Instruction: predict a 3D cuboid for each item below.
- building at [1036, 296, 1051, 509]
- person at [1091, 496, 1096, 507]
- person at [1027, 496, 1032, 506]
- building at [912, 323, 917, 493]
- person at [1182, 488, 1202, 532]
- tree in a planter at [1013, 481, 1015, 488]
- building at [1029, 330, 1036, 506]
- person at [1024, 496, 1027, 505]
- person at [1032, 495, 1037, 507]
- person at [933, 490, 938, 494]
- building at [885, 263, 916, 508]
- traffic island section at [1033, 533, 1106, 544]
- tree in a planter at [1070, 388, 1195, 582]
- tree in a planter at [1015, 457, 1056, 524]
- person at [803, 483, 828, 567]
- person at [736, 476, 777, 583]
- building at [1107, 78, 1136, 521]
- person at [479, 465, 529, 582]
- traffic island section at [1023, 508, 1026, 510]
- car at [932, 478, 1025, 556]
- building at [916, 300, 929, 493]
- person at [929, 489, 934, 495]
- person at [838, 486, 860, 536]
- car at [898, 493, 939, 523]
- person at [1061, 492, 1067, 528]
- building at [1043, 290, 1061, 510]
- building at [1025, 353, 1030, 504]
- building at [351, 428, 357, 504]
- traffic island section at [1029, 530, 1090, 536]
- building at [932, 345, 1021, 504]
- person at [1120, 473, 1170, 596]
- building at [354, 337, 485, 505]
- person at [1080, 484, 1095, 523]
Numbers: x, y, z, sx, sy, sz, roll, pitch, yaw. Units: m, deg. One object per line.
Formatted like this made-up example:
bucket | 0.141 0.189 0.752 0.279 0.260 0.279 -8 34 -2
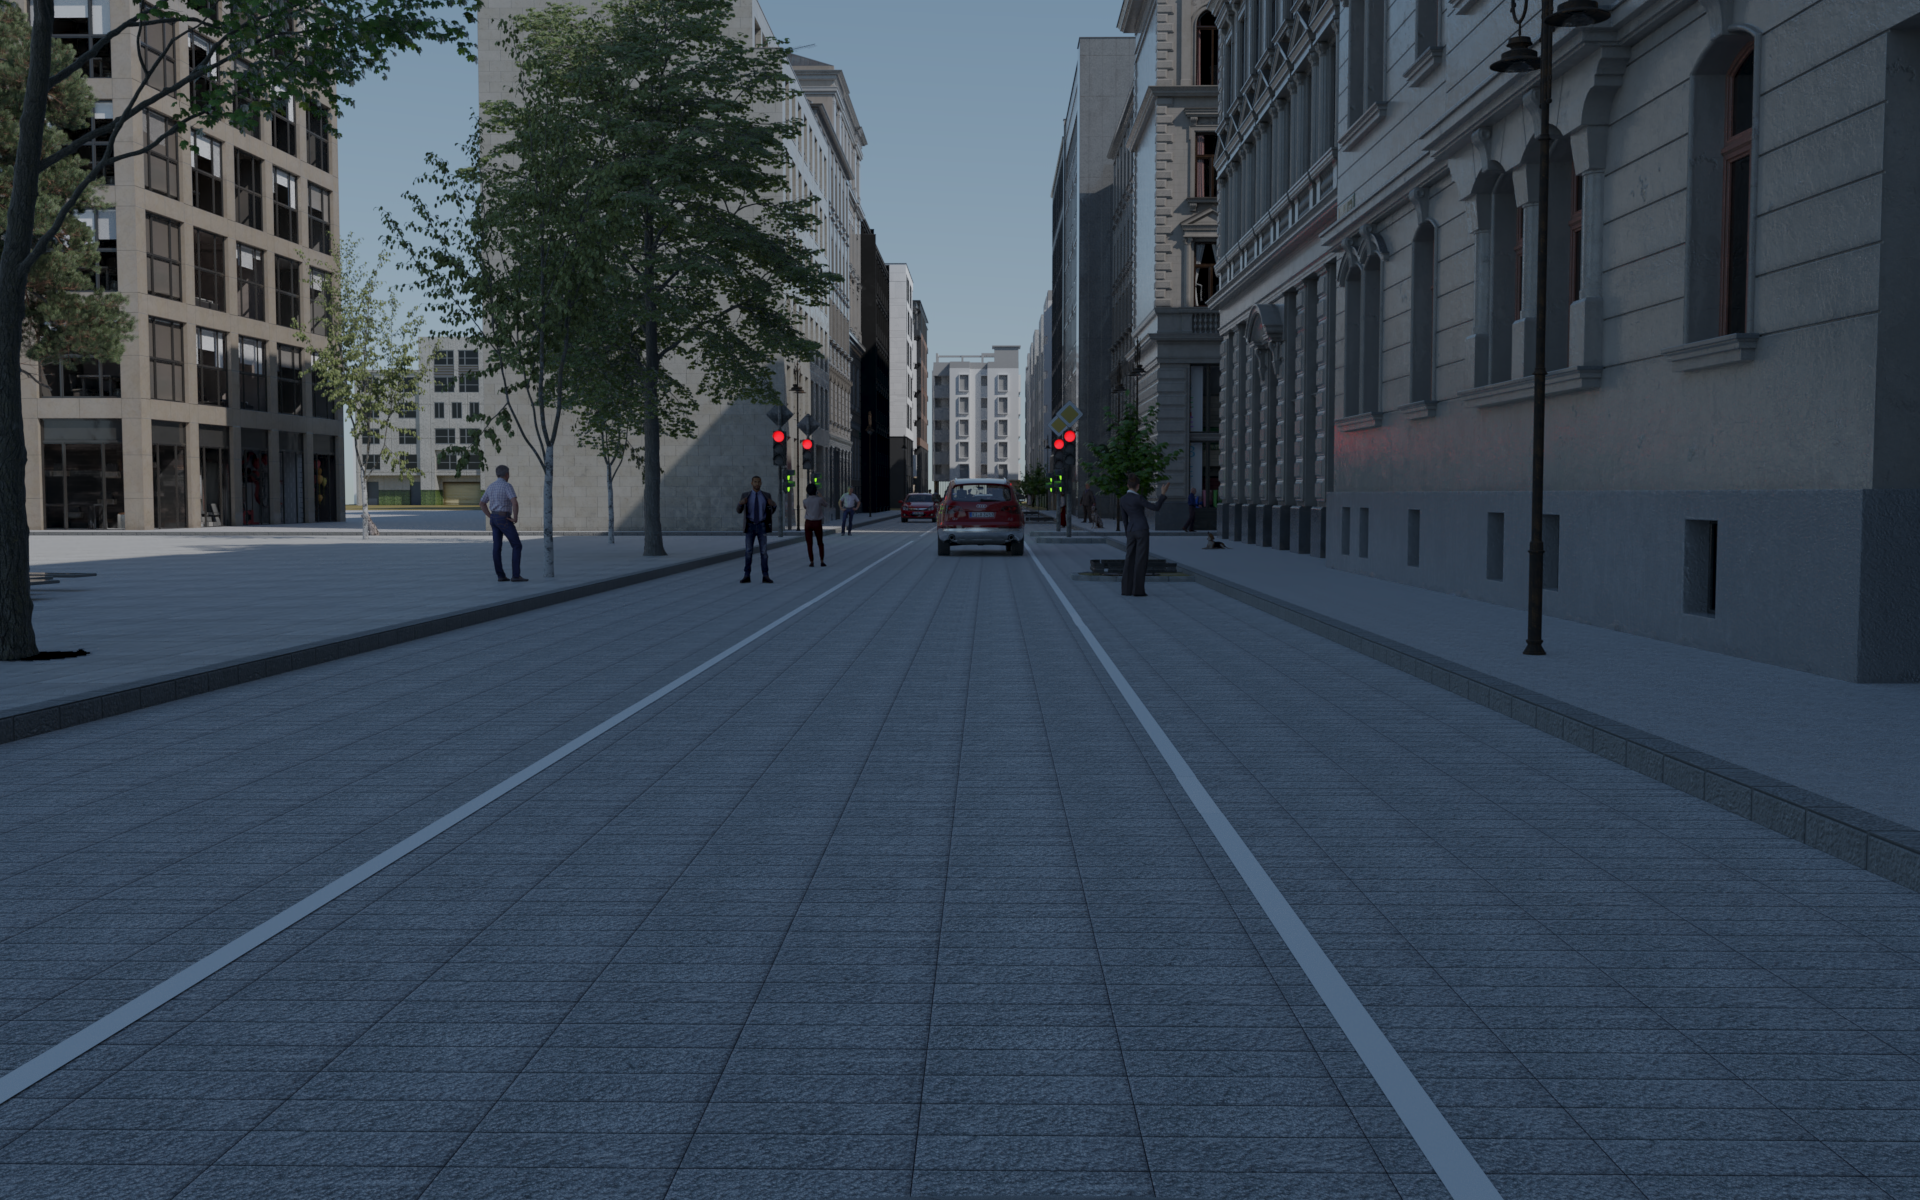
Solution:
building | 16.209 -18.143 163.098 16.747 18.905 31.486 0 4 1
person | 6.016 -4.284 79.314 0.421 1.427 0.697 1 4 14
person | 7.651 -11.178 189.471 0.621 1.740 0.551 -2 4 -28
building | -12.318 -19.392 173.482 16.016 20.091 11.380 0 4 1
person | 7.892 -3.047 58.561 0.600 1.496 0.574 2 4 30
tree in a planter | 4.312 -6.970 111.180 1.991 3.239 1.994 0 4 1
building | 16.534 -20.065 194.524 16.747 18.905 31.486 0 4 1
person | 8.070 -12.527 211.684 1.217 1.723 0.721 0 4 -4
person | 7.205 -9.877 168.244 0.721 1.735 1.217 -1 4 -19
person | -2.144 -8.666 150.180 1.348 1.826 0.705 -1 4 -17
building | -18.722 -18.803 151.398 27.936 21.610 32.646 0 4 1
traffic island section | 3.263 -1.789 51.524 2.009 0.180 2.903 0 4 1
tree in a planter | 2.872 -1.953 29.151 1.991 3.239 1.994 0 4 1
tree in a planter | 3.828 -5.312 84.073 1.991 3.239 1.994 0 4 1
person | -2.879 -1.481 34.174 0.517 1.644 0.566 3 4 38
person | -3.264 -1.130 27.798 0.655 1.722 0.431 0 4 -4
building | 12.232 -14.115 79.930 9.793 20.994 18.267 0 4 1
person | -6.680 -1.129 25.441 0.756 1.711 0.436 3 5 40
traffic island section | 5.195 -8.468 161.313 1.991 0.108 1.994 0 4 1
car | 0.462 -2.027 41.809 2.281 1.827 5.304 0 4 -1
building | -20.223 -21.565 196.566 32.646 21.610 27.936 0 4 1
person | -1.882 -6.111 109.124 0.576 1.737 0.504 -2 4 -24
person | -3.811 -3.073 59.688 0.756 1.711 0.436 0 4 -4
car | -2.056 -4.858 88.465 2.155 1.783 4.494 0 4 1
person | 4.359 -3.846 73.846 0.387 1.526 0.523 0 4 2
building | 14.928 -17.448 141.686 16.016 20.091 11.380 0 4 1
building | 14.323 -22.644 226.644 11.380 20.091 16.016 0 4 1
building | -63.189 -17.263 224.394 28.070 9.664 9.099 0 4 1
traffic island section | 3.404 -2.277 59.508 2.009 0.180 2.903 0 4 1
building | 2.136 -22.644 226.647 11.380 20.091 16.016 0 4 1
person | 2.594 -0.915 24.271 0.742 1.727 0.445 1 4 17
building | -52.183 -20.579 202.917 31.486 18.905 16.747 0 4 1
person | 5.671 -4.319 77.209 0.434 1.755 0.990 -3 4 -37
